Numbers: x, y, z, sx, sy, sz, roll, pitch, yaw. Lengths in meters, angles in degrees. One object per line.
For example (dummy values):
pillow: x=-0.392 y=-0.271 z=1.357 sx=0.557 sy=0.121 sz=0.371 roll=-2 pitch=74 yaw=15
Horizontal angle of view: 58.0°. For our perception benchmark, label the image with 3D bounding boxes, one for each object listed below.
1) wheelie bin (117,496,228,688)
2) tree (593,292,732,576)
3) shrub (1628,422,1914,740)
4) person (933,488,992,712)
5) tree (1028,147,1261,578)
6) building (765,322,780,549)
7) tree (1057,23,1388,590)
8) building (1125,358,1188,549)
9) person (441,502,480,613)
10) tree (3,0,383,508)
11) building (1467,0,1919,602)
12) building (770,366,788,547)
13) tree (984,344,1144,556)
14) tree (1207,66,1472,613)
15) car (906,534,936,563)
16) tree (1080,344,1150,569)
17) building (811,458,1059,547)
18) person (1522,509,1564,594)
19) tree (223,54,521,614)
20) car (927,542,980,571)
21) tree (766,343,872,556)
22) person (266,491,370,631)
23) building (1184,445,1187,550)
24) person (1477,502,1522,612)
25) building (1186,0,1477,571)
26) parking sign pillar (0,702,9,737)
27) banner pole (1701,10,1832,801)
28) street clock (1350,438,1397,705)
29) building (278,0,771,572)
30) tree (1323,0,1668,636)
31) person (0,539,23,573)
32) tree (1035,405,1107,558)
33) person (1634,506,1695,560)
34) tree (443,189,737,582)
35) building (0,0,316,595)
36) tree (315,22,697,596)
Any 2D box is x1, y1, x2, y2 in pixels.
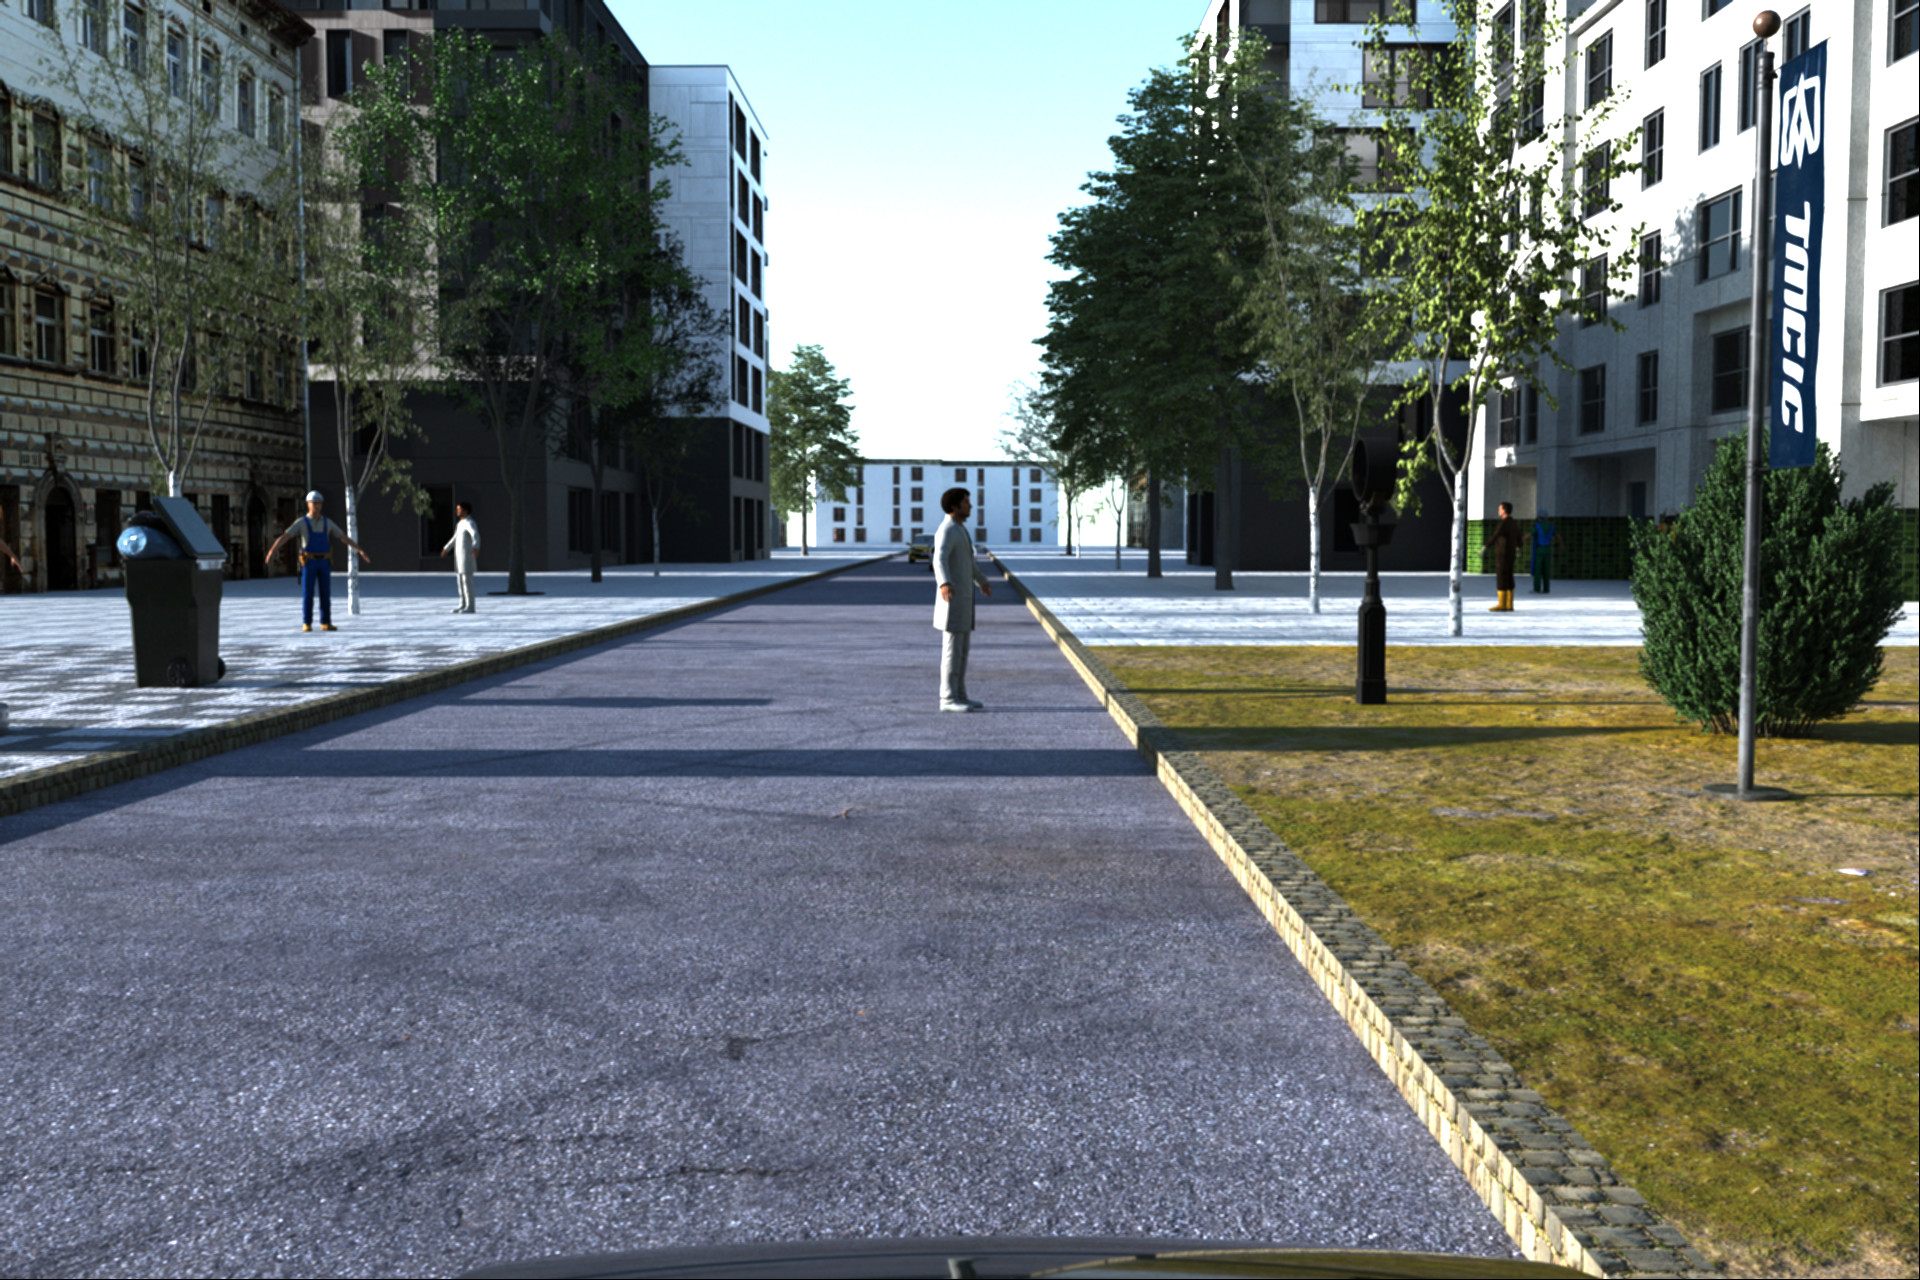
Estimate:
wheelie bin: x=-6.671 y=-0.413 z=14.655 sx=0.693 sy=1.594 sz=0.980 roll=0 pitch=3 yaw=0
tree: x=-9.266 y=-6.243 z=52.433 sx=4.360 sy=8.622 sz=3.978 roll=0 pitch=3 yaw=0
shrub: x=5.134 y=-0.429 z=11.061 sx=1.661 sy=2.075 sz=1.752 roll=0 pitch=3 yaw=0
person: x=-0.003 y=-0.332 z=14.080 sx=0.705 sy=1.806 sz=1.347 roll=1 pitch=4 yaw=15
tree: x=5.467 y=-8.098 z=50.531 sx=7.486 sy=12.596 sz=7.792 roll=0 pitch=3 yaw=0
building: x=-24.496 y=-16.688 z=139.301 sx=16.747 sy=18.905 sz=31.486 roll=0 pitch=4 yaw=0
tree: x=5.679 y=-7.431 z=39.628 sx=7.486 sy=12.596 sz=7.792 roll=0 pitch=3 yaw=0
building: x=25.121 y=-19.818 z=154.945 sx=19.493 sy=23.208 sz=18.063 roll=0 pitch=3 yaw=0
person: x=-8.076 y=-1.345 z=28.175 sx=0.705 sy=1.806 sz=1.347 roll=-3 pitch=4 yaw=-38
tree: x=-9.953 y=-4.336 z=21.257 sx=4.360 sy=8.622 sz=3.978 roll=0 pitch=3 yaw=0
building: x=24.943 y=-10.646 z=40.521 sx=16.747 sy=18.905 sz=31.486 roll=0 pitch=4 yaw=0
building: x=-26.783 y=-20.462 z=165.489 sx=19.493 sy=23.208 sz=18.063 roll=0 pitch=4 yaw=0
tree: x=6.580 y=-11.794 z=103.194 sx=12.009 sy=13.543 sz=11.850 roll=0 pitch=3 yaw=0
tree: x=5.758 y=-4.757 z=28.141 sx=4.360 sy=8.622 sz=3.978 roll=0 pitch=3 yaw=0
car: x=-1.649 y=-4.629 z=85.906 sx=2.015 sy=1.641 sz=3.980 roll=0 pitch=4 yaw=1
tree: x=5.666 y=-6.867 z=62.632 sx=4.360 sy=8.622 sz=3.978 roll=0 pitch=3 yaw=0
building: x=-2.672 y=-15.275 z=194.350 sx=28.070 sy=9.664 sz=9.099 roll=-1 pitch=4 yaw=-8
person: x=12.504 y=-1.907 z=37.300 sx=1.347 sy=1.817 sz=0.704 roll=-1 pitch=4 yaw=-20
tree: x=-9.923 y=-4.721 z=27.559 sx=4.360 sy=8.622 sz=3.978 roll=0 pitch=3 yaw=0
car: x=-0.262 y=-3.437 z=68.558 sx=2.083 sy=1.381 sz=4.827 roll=0 pitch=4 yaw=1
tree: x=-9.098 y=-11.288 z=102.691 sx=7.486 sy=12.596 sz=7.792 roll=0 pitch=3 yaw=0
person: x=-8.516 y=-1.044 z=22.931 sx=1.347 sy=1.847 sz=0.705 roll=-3 pitch=4 yaw=-39
building: x=22.638 y=-11.347 z=127.673 sx=9.099 sy=9.664 sz=28.070 roll=0 pitch=4 yaw=0
person: x=9.033 y=-1.385 z=28.783 sx=1.346 sy=1.812 sz=0.704 roll=-3 pitch=5 yaw=-45
building: x=23.559 y=-14.154 z=75.390 sx=27.936 sy=21.610 sz=32.646 roll=0 pitch=3 yaw=0
parking sign pillar: x=-6.764 y=-1.360 z=10.708 sx=1.447 sy=3.967 sz=1.447 roll=0 pitch=4 yaw=0
banner pole: x=3.851 y=-1.110 z=8.159 sx=0.401 sy=3.779 sz=0.863 roll=0 pitch=4 yaw=1
street clock: x=3.109 y=-0.519 z=13.050 sx=0.358 sy=2.002 sz=0.471 roll=0 pitch=4 yaw=-1
building: x=-24.077 y=-14.063 z=73.908 sx=27.936 sy=21.610 sz=32.646 roll=0 pitch=4 yaw=1
tree: x=6.415 y=-4.362 z=21.674 sx=4.737 sy=8.622 sz=4.395 roll=0 pitch=3 yaw=0
person: x=-9.449 y=-0.577 z=16.233 sx=1.217 sy=1.733 sz=0.721 roll=-3 pitch=5 yaw=-40
tree: x=6.459 y=-8.734 z=93.157 sx=4.360 sy=8.622 sz=3.978 roll=0 pitch=3 yaw=0
person: x=14.624 y=-1.833 z=35.733 sx=1.354 sy=1.858 sz=0.705 roll=0 pitch=4 yaw=7
tree: x=-9.742 y=-6.795 z=45.510 sx=8.767 sy=10.594 sz=7.601 roll=0 pitch=4 yaw=5
building: x=-29.145 y=-12.985 z=43.235 sx=19.493 sy=23.208 sz=18.063 roll=0 pitch=4 yaw=1
tree: x=-9.365 y=-6.750 z=36.117 sx=9.928 sy=11.665 sz=9.643 roll=0 pitch=3 yaw=0
